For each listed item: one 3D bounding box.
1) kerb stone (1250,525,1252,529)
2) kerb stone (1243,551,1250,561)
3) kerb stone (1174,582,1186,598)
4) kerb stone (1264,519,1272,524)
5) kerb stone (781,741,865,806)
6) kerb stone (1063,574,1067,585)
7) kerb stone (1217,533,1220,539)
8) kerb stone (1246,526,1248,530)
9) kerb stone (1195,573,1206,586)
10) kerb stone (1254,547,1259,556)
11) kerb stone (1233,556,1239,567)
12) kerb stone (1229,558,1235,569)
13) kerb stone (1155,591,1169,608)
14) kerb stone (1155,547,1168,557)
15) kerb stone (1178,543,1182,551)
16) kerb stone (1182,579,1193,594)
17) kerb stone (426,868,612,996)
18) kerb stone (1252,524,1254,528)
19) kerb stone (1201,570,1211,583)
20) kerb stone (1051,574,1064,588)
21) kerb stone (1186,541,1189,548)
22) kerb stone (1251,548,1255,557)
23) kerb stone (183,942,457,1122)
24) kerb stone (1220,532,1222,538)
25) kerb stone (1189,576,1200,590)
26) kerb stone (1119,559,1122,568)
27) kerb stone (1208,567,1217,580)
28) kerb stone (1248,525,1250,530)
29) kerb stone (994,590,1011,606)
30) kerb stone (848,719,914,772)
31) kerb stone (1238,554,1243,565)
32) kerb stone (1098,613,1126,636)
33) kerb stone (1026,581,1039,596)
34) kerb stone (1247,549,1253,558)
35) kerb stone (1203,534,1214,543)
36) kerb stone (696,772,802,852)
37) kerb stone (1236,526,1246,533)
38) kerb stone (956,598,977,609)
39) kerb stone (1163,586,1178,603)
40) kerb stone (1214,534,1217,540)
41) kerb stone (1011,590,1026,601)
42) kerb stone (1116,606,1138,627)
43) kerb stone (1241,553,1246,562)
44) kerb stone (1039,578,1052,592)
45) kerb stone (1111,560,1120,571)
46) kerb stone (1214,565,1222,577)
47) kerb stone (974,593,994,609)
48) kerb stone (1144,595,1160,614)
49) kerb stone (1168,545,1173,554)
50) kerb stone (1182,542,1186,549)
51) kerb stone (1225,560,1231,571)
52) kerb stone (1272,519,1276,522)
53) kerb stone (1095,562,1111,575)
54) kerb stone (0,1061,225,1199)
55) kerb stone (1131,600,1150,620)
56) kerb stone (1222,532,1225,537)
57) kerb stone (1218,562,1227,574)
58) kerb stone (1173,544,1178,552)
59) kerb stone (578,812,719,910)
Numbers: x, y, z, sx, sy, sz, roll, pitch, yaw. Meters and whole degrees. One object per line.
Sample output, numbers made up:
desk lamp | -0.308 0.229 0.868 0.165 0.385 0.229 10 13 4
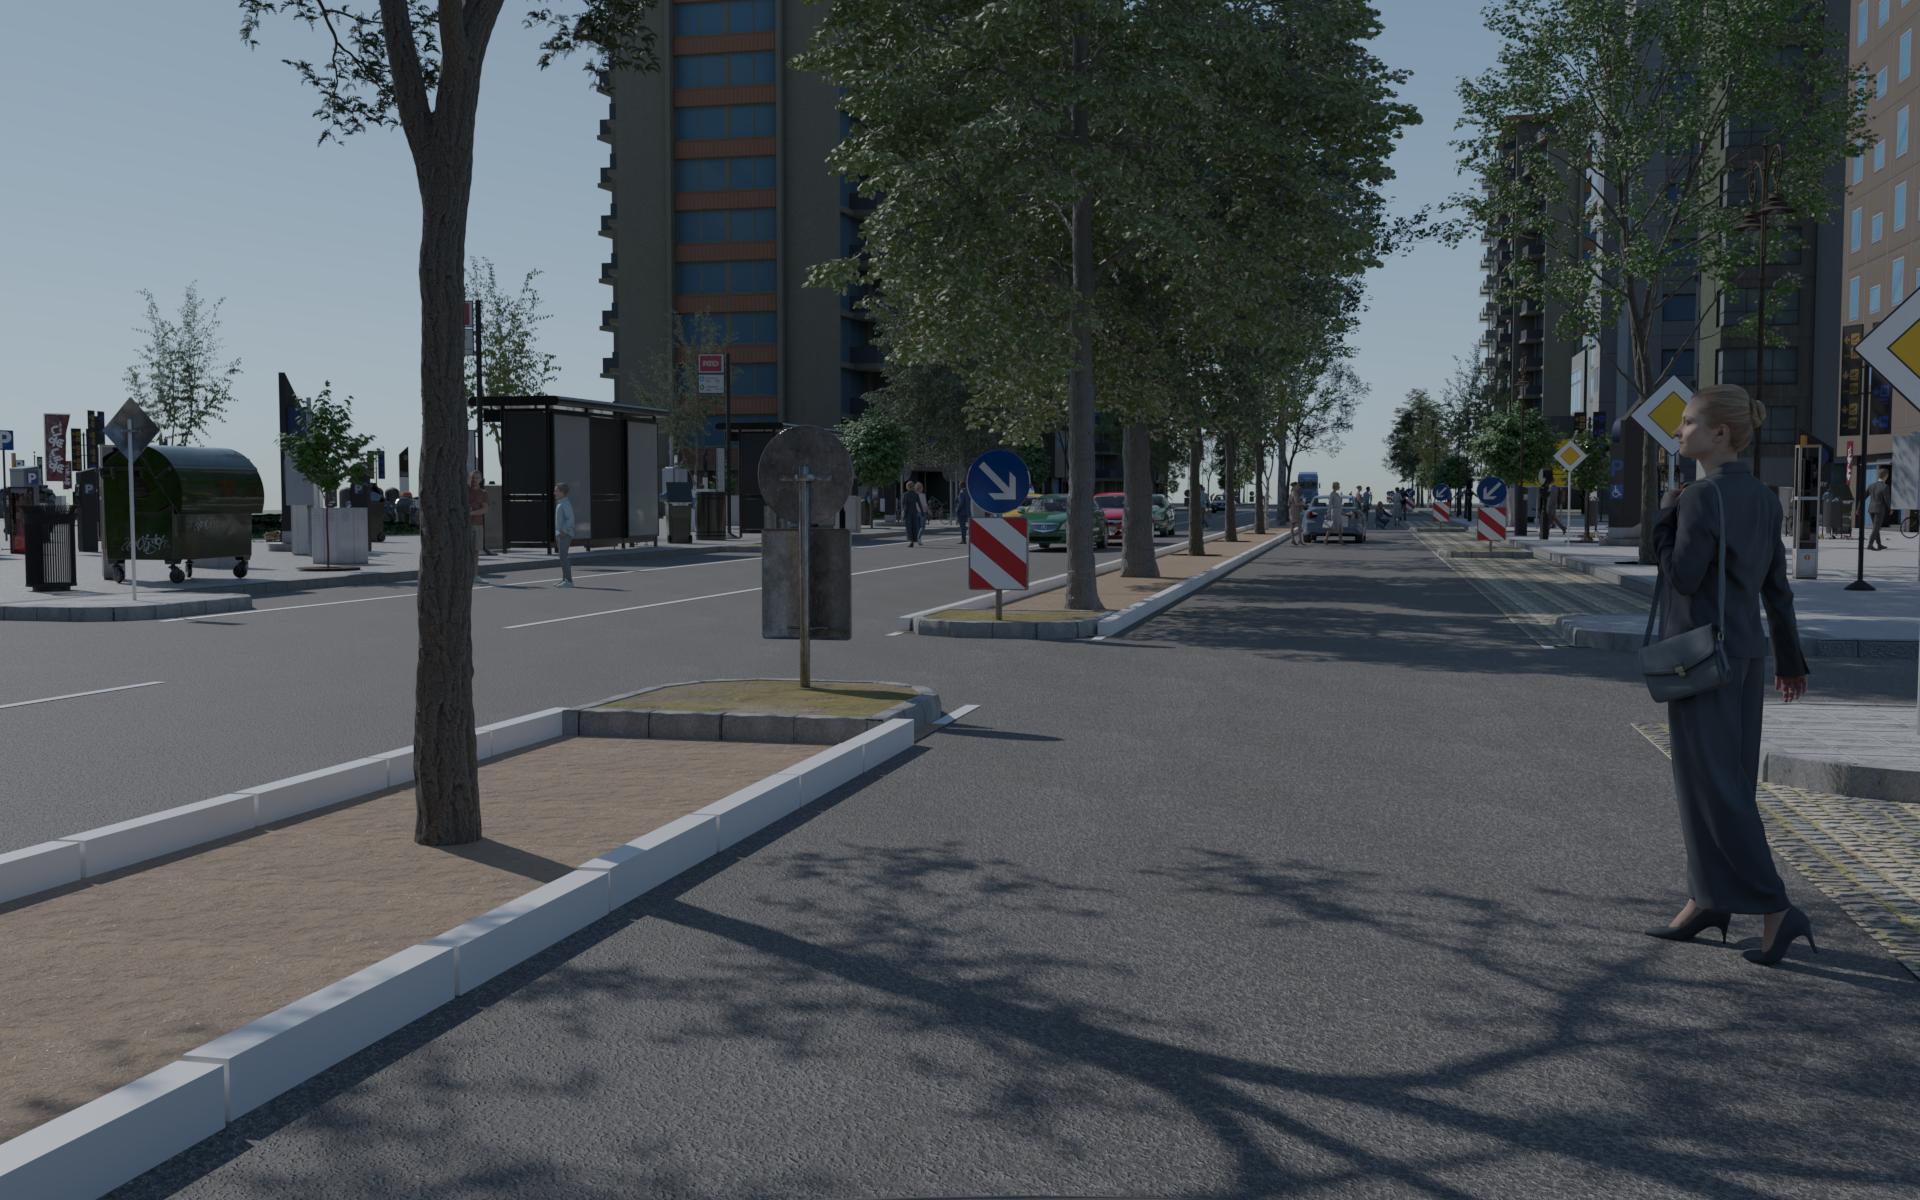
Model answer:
kerb stone | 11.486 -2.883 69.334 0.120 0.150 1.000 1 4 13
kerb stone | 6.029 -0.901 36.927 0.120 0.150 1.000 1 4 13
kerb stone | 2.973 -0.107 23.938 0.120 0.150 1.000 1 4 13
kerb stone | 14.995 -3.797 84.287 0.120 0.150 1.000 1 4 13
kerb stone | -0.671 0.844 8.427 0.120 0.150 1.000 1 4 13
kerb stone | 1.641 -0.320 27.434 0.120 0.150 1.000 1 4 13
kerb stone | 7.972 -1.968 54.367 0.120 0.150 1.000 1 4 13
kerb stone | 11.013 -2.761 67.343 0.120 0.150 1.000 1 4 13
kerb stone | 3.678 -0.289 26.927 0.120 0.150 1.000 1 4 13
kerb stone | 6.731 -1.084 39.922 0.120 0.150 1.000 1 4 13
kerb stone | 5.318 -0.714 33.921 0.120 0.150 1.000 1 4 13
kerb stone | 5.079 -0.651 32.915 0.120 0.150 1.000 1 4 13
kerb stone | 2.504 0.016 21.948 0.120 0.150 1.000 1 4 13
kerb stone | 4.679 -1.107 40.410 0.120 0.150 1.000 1 4 13
kerb stone | 5.387 -1.297 43.401 0.120 0.150 1.000 1 4 13
kerb stone | 3.209 -0.167 24.935 0.120 0.150 1.000 1 4 13
kerb stone | -1.372 1.032 5.442 0.120 0.150 1.000 1 4 13
kerb stone | 11.725 -2.944 70.328 0.120 0.150 1.000 1 4 13
kerb stone | 3.906 -0.350 27.923 0.120 0.150 1.000 1 4 13
kerb stone | 1.404 -0.257 26.436 0.120 0.150 1.000 1 4 13
kerb stone | 5.862 -1.419 45.403 0.120 0.150 1.000 1 4 13
kerb stone | 6.492 -1.023 38.928 0.120 0.150 1.000 1 4 13
kerb stone | -1.609 1.089 4.447 0.120 0.150 1.000 1 4 13
kerb stone | 8.199 -2.029 55.365 0.120 0.150 1.000 1 4 13
kerb stone | 3.447 -0.227 25.931 0.120 0.150 1.000 1 4 13
kerb stone | 3.041 -0.686 33.410 0.120 0.150 1.000 1 4 13
kerb stone | 4.144 -0.411 28.917 0.120 0.150 1.000 1 4 13
kerb stone | 11.245 -2.822 68.338 0.120 0.150 1.000 1 4 13
kerb stone | 0.475 -0.016 22.454 0.120 0.150 1.000 1 4 13
kerb stone | -0.436 0.785 9.422 0.120 0.150 1.000 1 4 13
kerb stone | 5.556 -0.778 34.922 0.120 0.150 1.000 1 4 13
kerb stone | 1.563 0.267 17.947 0.120 0.150 1.000 1 4 13
kerb stone | 0.932 -0.134 24.447 0.120 0.150 1.000 1 4 13
kerb stone | 6.260 -0.963 37.933 0.120 0.150 1.000 1 4 13
kerb stone | 7.496 -1.845 52.374 0.120 0.150 1.000 1 4 13
kerb stone | -0.905 0.903 7.432 0.120 0.150 1.000 1 4 13
kerb stone | 10.778 -2.700 66.337 0.120 0.150 1.000 1 4 13
kerb stone | 0.001 0.108 20.462 0.120 0.150 1.000 1 4 13
kerb stone | 2.738 -0.044 22.943 0.120 0.150 1.000 1 4 13
kerb stone | 7.733 -1.907 53.373 0.120 0.150 1.000 1 4 13
kerb stone | 0.701 -0.077 23.450 0.120 0.150 1.000 1 4 13
kerb stone | 1.797 0.199 18.949 0.120 0.150 1.000 1 4 13
kerb stone | 5.792 -0.831 35.929 0.120 0.150 1.000 1 4 13
kerb stone | 1.168 -0.199 25.441 0.120 0.150 1.000 1 4 13
kerb stone | 2.812 -0.625 32.414 0.120 0.150 1.000 1 4 13
kerb stone | 4.383 -0.469 29.911 0.120 0.150 1.000 1 4 13
kerb stone | 0.232 0.045 21.459 0.120 0.150 1.000 1 4 13
kerb stone | 2.265 0.077 20.943 0.120 0.150 1.000 1 4 13
kerb stone | 4.920 -1.175 41.403 0.120 0.150 1.000 1 4 13
kerb stone | 5.628 -1.356 44.409 0.120 0.150 1.000 1 4 13
kerb stone | 4.844 -0.593 31.913 0.120 0.150 1.000 1 4 13
kerb stone | 15.935 -4.042 88.285 0.120 0.150 1.000 1 4 13
kerb stone | 2.571 -0.564 31.421 0.120 0.150 1.000 1 4 13
kerb stone | -1.834 1.152 3.441 0.120 0.150 1.000 1 4 13
kerb stone | 2.033 0.137 19.948 0.120 0.150 1.000 1 4 13
kerb stone | 8.441 -2.090 56.365 0.120 0.150 1.000 1 4 13
kerb stone | 4.613 -0.533 30.912 0.120 0.150 1.000 1 4 13
kerb stone | 5.164 -1.235 42.395 0.120 0.150 1.000 1 4 13
kerb stone | -1.144 0.964 6.438 0.120 0.150 1.000 1 4 13
